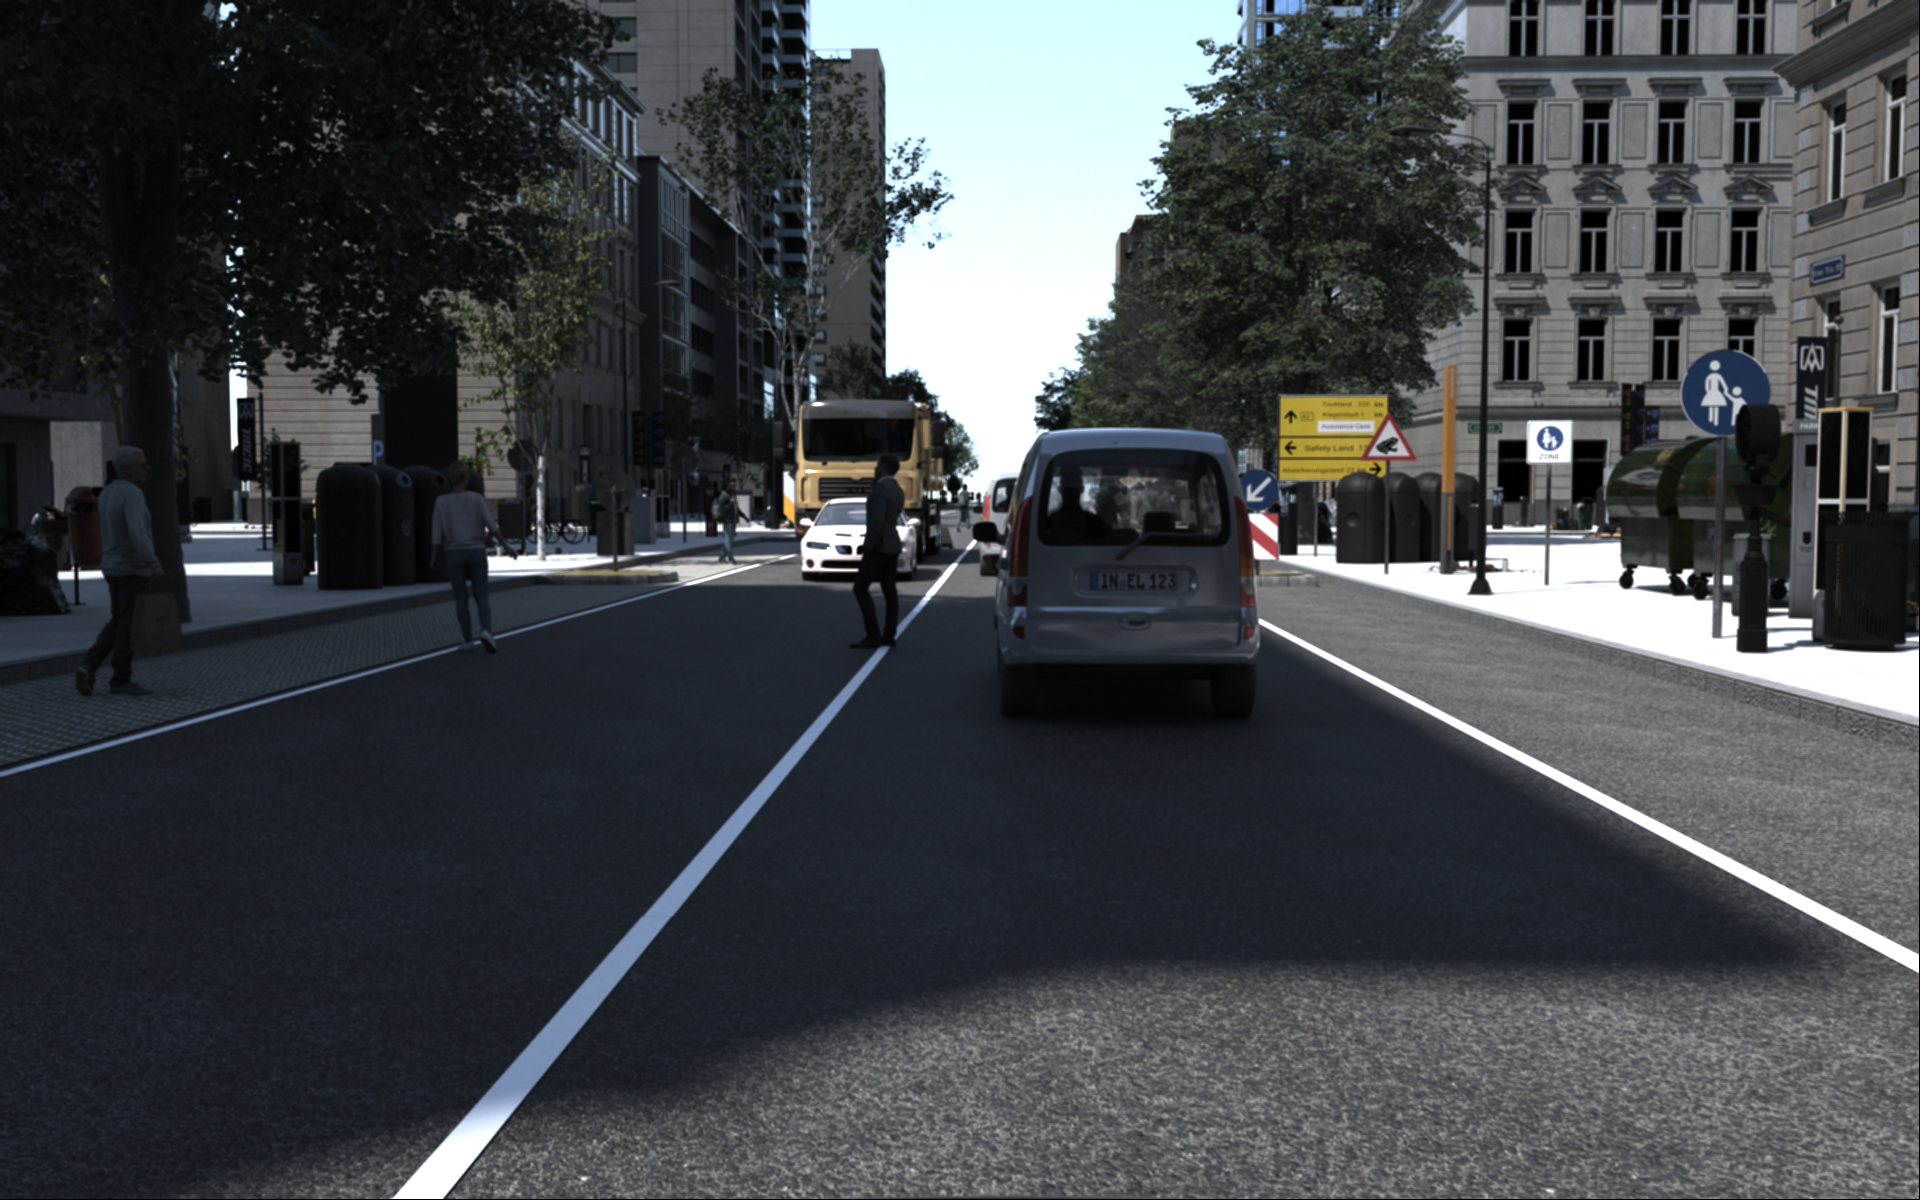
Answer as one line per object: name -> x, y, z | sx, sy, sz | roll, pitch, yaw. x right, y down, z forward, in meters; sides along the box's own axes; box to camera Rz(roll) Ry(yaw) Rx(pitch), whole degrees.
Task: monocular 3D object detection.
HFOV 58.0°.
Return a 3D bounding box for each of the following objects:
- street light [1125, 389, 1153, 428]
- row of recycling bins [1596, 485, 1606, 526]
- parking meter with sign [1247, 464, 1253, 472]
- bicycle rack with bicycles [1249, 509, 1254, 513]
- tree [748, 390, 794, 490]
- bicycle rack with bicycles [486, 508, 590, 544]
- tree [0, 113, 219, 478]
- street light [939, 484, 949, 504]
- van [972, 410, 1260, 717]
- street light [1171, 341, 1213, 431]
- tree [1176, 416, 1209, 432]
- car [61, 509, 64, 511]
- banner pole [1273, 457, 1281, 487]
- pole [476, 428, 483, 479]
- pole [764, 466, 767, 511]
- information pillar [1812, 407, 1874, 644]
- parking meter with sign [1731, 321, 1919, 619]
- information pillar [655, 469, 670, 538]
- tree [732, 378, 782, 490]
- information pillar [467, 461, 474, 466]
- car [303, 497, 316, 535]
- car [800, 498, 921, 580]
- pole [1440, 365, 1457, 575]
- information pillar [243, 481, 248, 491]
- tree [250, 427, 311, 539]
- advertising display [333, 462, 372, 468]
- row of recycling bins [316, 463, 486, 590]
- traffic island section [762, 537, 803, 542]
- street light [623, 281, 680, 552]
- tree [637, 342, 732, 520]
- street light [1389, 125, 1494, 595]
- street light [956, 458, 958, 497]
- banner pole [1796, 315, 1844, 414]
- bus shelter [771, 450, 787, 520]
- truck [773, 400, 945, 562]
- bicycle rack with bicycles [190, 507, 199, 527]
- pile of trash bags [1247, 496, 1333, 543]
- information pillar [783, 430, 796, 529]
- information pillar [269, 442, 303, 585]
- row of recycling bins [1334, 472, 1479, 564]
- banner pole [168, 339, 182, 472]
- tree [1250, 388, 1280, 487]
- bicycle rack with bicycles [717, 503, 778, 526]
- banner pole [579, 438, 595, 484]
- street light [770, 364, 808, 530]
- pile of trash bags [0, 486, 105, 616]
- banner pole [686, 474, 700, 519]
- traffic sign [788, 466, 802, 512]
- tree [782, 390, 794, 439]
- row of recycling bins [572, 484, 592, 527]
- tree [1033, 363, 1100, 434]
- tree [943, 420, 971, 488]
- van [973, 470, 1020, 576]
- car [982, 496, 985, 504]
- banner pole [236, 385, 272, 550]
street light -> 7.825, -6.289, 75.358 | 1.470, 5.913, 1.316 | 0, 4, 2
row of recycling bins -> 26.245, -3.716, 67.868 | 1.069, 1.692, 3.534 | -1, 4, -19
parking meter with sign -> 17.265, -6.272, 98.804 | 1.738, 3.016, 0.543 | 3, 4, 36
bicycle rack with bicycles -> 17.007, -4.753, 91.097 | 2.852, 0.926, 2.925 | -2, 4, -32
tree -> -13.043, -10.488, 121.844 | 4.737, 8.622, 4.395 | 0, 3, 0
bicycle rack with bicycles -> -10.917, -1.948, 45.240 | 2.925, 0.926, 2.852 | 2, 4, 27
tree -> -15.517, -4.991, 31.959 | 4.737, 8.622, 4.395 | 0, 3, 0
street light -> -1.795, -13.722, 196.902 | 1.470, 5.913, 1.316 | 0, 4, 2
van -> 1.091, -0.337, 12.527 | 2.013, 2.044, 4.112 | 0, 4, 1
street light -> 7.044, -4.876, 52.270 | 1.470, 5.913, 1.316 | 0, 4, 2
tree -> 16.559, -11.016, 130.480 | 4.737, 8.622, 4.395 | 0, 3, 0
car -> -27.824, -2.937, 57.056 | 4.494, 1.783, 2.155 | 0, 4, 3
banner pole -> 18.949, -6.952, 103.677 | 0.863, 3.779, 0.401 | 0, 4, 4
pole -> -14.775, -3.637, 53.311 | 0.158, 3.312, 0.155 | 0, 3, 0
pole -> -14.034, -8.024, 125.028 | 0.158, 3.312, 0.155 | 0, 3, 0
information pillar -> 7.563, -0.634, 14.852 | 0.304, 2.012, 0.304 | -1, 4, -18
parking meter with sign -> 8.933, -1.319, 17.828 | 1.738, 3.016, 0.543 | 2, 4, 27
information pillar -> -8.695, -2.824, 50.663 | 0.304, 2.012, 0.304 | 3, 5, 40
tree -> -13.394, -9.497, 105.632 | 4.360, 8.622, 3.978 | 0, 3, 0
information pillar -> -10.848, -2.059, 38.164 | 0.304, 2.012, 0.304 | -1, 4, -13
car -> -19.736, -2.885, 57.397 | 3.980, 1.641, 2.015 | 0, 4, 3
car -> -1.707, -1.095, 30.267 | 2.083, 1.381, 4.827 | 0, 4, 0
pole -> 7.780, -2.064, 27.591 | 0.158, 3.312, 0.155 | 0, 3, 0
information pillar -> -49.292, -7.836, 119.473 | 0.183, 3.616, 0.504 | 0, 4, 6
tree -> -19.814, -3.384, 49.925 | 1.663, 3.219, 1.824 | 0, 3, 0
advertising display -> -12.211, -1.832, 35.162 | 0.974, 1.923, 0.123 | 0, 4, 1
row of recycling bins -> -7.967, -1.079, 24.748 | 1.069, 1.692, 3.534 | 1, 4, 15
traffic island section -> -4.863, -1.865, 52.777 | 2.009, 0.180, 2.903 | 0, 4, 2
street light -> -6.782, -3.995, 37.858 | 1.470, 5.913, 1.316 | 0, 4, 2
tree -> -13.524, -8.212, 84.627 | 4.360, 8.622, 3.978 | 0, 3, 0
street light -> 6.110, -3.023, 21.974 | 1.470, 5.913, 1.316 | 0, 4, 2
street light -> -1.010, -15.174, 220.632 | 1.470, 5.913, 1.316 | 0, 4, 2
banner pole -> 12.081, -2.099, 24.334 | 0.863, 3.779, 0.401 | -1, 4, -9
bus shelter -> -8.351, -5.929, 88.215 | 1.731, 3.624, 6.357 | 0, 4, 2
truck -> -1.890, -2.604, 38.503 | 3.469, 3.379, 9.791 | 0, 4, 2
bicycle rack with bicycles -> -31.761, -3.351, 68.172 | 2.925, 0.926, 2.852 | 3, 5, 40
pile of trash bags -> 9.601, -2.212, 45.923 | 3.447, 1.369, 1.912 | 2, 4, 26
information pillar -> -6.234, -4.410, 63.464 | 0.504, 3.616, 0.183 | 2, 4, 26
information pillar -> -9.499, -1.220, 24.435 | 0.304, 2.012, 0.304 | 3, 4, 39
row of recycling bins -> 8.561, -1.572, 32.809 | 3.534, 1.692, 1.069 | -2, 4, -35
banner pole -> -10.957, -2.083, 24.075 | 0.401, 3.779, 0.863 | 0, 4, -6
tree -> 17.521, -8.893, 95.764 | 4.360, 8.622, 3.978 | 0, 3, 0
bicycle rack with bicycles -> -8.807, -3.487, 70.395 | 2.925, 0.926, 2.852 | -2, 4, -29
banner pole -> -16.549, -5.333, 77.209 | 0.863, 3.779, 0.401 | -1, 4, -12
street light -> -6.129, -5.485, 62.216 | 1.470, 5.913, 1.316 | 0, 4, 2
pile of trash bags -> -10.422, -0.541, 18.591 | 1.912, 1.369, 3.447 | 1, 4, 18
banner pole -> -13.489, -5.985, 87.865 | 0.863, 3.779, 0.401 | 0, 4, -6
traffic sign -> -4.839, -3.001, 52.714 | 0.795, 2.450, 0.064 | 0, 4, 2
tree -> -11.407, -9.870, 111.733 | 4.360, 8.622, 3.978 | 0, 3, 0
row of recycling bins -> -15.122, -3.828, 69.702 | 1.069, 1.692, 3.534 | -1, 4, -13
tree -> 11.632, -15.979, 167.911 | 9.857, 13.997, 8.962 | 0, 3, 0
tree -> -2.237, -18.780, 232.815 | 9.928, 11.665, 9.643 | 0, 3, 0
van -> 1.218, -1.507, 31.648 | 2.013, 2.044, 4.112 | 0, 4, 2
car -> 4.124, -14.015, 241.510 | 2.083, 1.381, 4.827 | 0, 4, 1
banner pole -> -16.113, -3.027, 39.508 | 0.863, 3.779, 0.401 | 1, 4, 11
